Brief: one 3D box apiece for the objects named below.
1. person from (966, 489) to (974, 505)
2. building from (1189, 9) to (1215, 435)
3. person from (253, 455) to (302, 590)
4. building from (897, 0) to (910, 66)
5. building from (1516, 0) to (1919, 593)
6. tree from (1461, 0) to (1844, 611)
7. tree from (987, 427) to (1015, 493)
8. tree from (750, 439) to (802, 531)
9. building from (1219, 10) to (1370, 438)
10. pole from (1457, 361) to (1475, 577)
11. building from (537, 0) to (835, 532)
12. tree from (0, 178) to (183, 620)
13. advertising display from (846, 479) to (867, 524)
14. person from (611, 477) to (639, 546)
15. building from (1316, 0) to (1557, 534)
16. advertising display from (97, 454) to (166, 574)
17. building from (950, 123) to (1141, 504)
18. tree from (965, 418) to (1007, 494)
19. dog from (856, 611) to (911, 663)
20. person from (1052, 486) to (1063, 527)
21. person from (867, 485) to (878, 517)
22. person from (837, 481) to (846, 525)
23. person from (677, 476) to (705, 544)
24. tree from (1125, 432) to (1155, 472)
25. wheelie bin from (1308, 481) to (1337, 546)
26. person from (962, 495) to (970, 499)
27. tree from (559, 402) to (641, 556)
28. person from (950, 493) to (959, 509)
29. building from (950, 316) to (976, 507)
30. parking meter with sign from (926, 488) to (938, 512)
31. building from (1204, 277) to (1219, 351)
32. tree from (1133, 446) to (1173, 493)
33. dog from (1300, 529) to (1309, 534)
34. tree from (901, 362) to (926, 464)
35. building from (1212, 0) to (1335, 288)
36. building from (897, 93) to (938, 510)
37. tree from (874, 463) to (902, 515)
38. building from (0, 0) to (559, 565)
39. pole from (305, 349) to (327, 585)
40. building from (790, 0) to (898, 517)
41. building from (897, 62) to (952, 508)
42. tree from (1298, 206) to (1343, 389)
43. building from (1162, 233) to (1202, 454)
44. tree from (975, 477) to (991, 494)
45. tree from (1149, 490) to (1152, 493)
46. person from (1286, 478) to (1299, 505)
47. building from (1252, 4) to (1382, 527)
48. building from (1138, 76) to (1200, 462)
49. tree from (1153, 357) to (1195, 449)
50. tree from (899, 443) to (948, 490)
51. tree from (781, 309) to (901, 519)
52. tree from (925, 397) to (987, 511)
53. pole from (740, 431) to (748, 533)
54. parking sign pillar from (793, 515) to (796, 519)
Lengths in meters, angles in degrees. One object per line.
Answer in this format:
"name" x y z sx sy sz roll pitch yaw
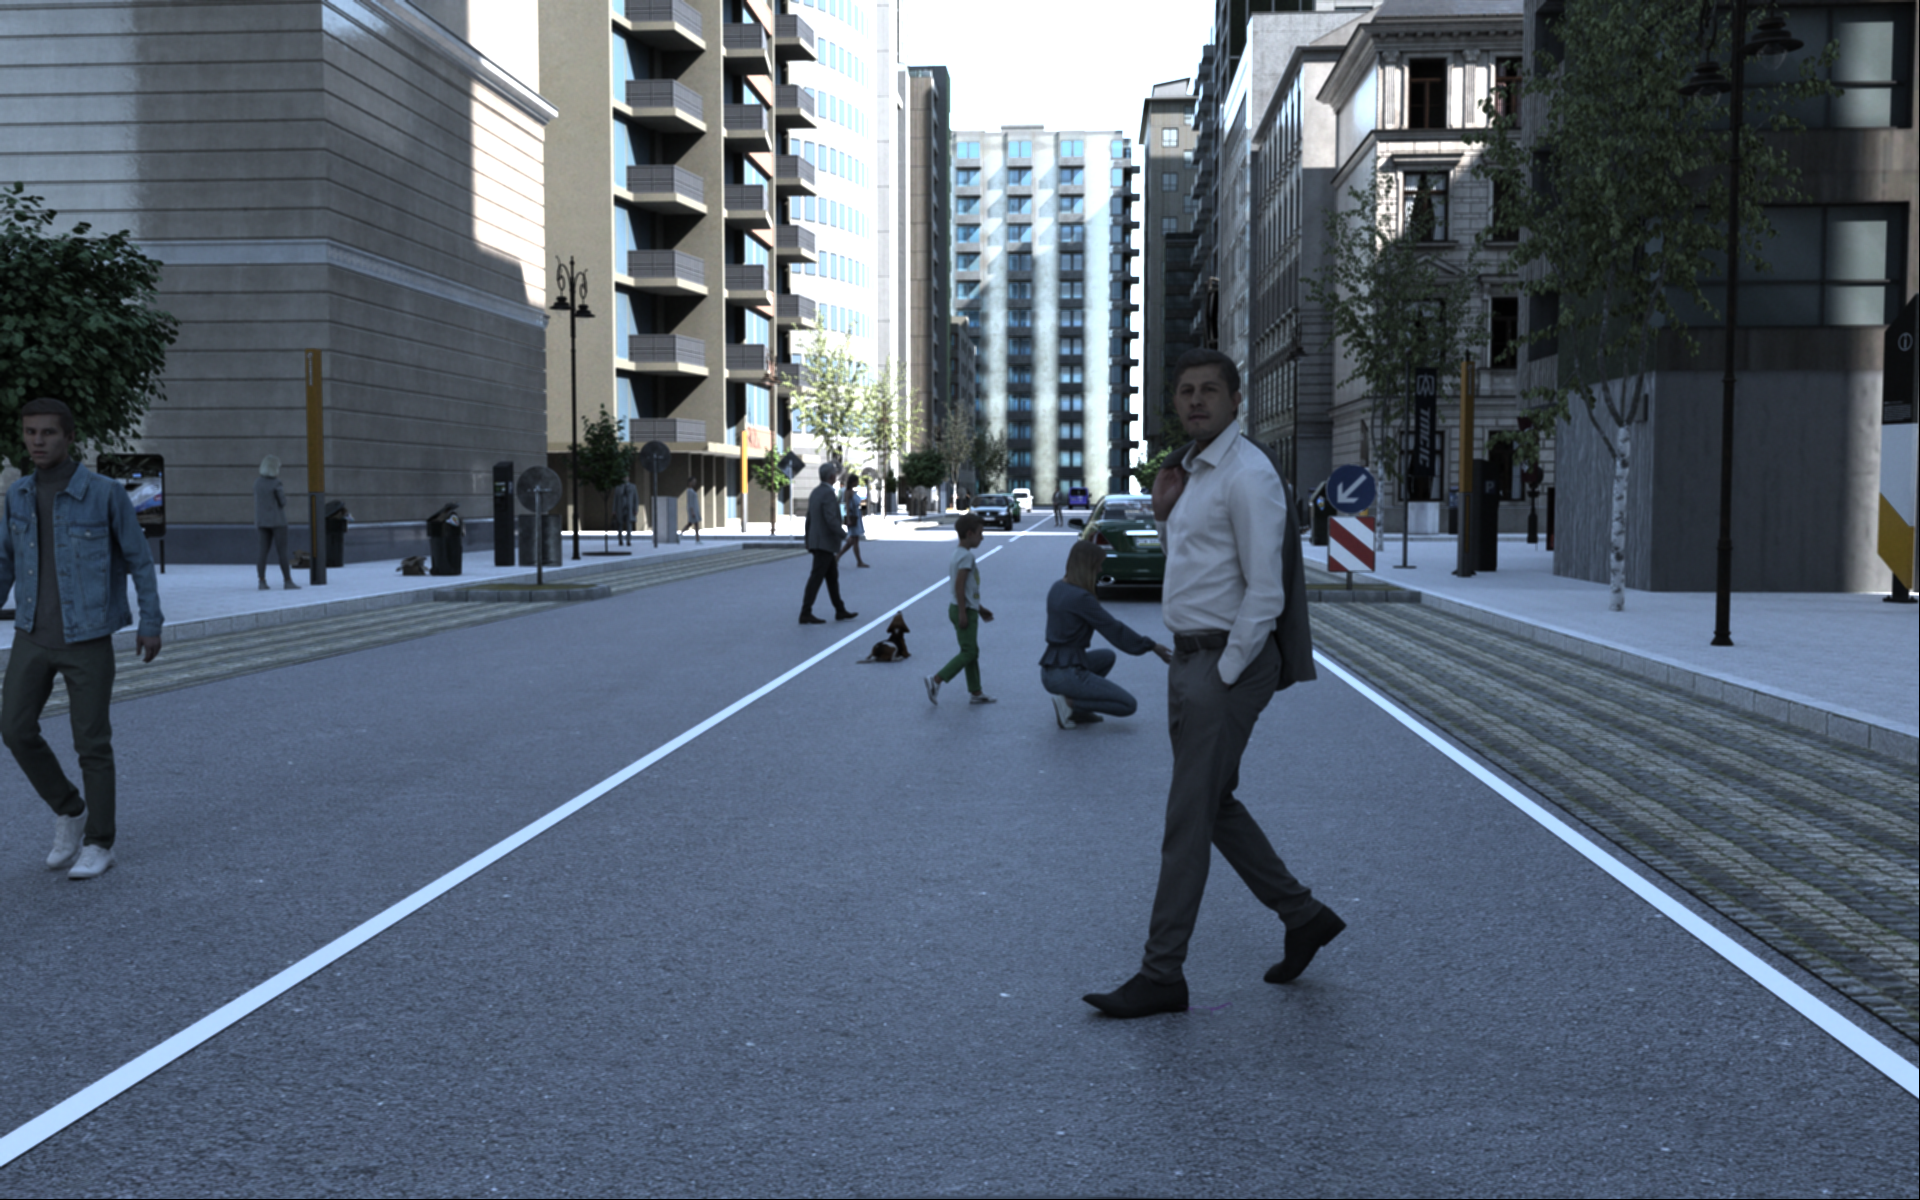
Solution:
"person" 0.781 -10.131 171.700 1.348 1.822 0.705 -2 4 -24
"building" 34.175 -33.612 169.160 23.786 49.044 30.456 0 4 4
"person" -9.259 -1.048 23.355 0.537 1.800 0.526 2 4 32
"building" -17.778 -48.193 226.210 20.611 71.187 20.563 0 4 4
"building" 16.550 -15.681 28.079 14.160 30.474 14.107 0 4 4
"tree" 7.342 -4.198 18.995 4.737 8.622 4.395 0 3 0
"tree" 4.096 -14.754 191.583 4.360 8.622 3.978 0 3 0
"tree" -6.533 -3.999 59.982 1.663 3.219 1.824 0 3 0
"building" 20.996 -16.936 94.920 12.078 24.808 19.932 0 4 4
"pole" 7.803 -2.010 26.707 0.158 3.312 0.155 0 3 0
"building" -17.947 -25.480 71.225 22.147 44.769 28.867 0 4 4
"tree" -9.870 -2.102 18.087 4.285 4.588 4.351 0 3 0
"advertising display" -4.428 -4.220 74.218 0.974 1.923 0.123 -2 4 -33
"person" -8.333 -2.254 42.991 0.694 1.812 0.767 -1 4 -9
"building" 22.727 -11.959 60.152 19.286 19.102 10.561 0 4 4
"advertising display" -13.283 -1.381 27.789 0.974 1.923 0.123 -1 4 -23
"building" 8.121 -37.126 226.619 30.456 49.044 23.786 0 4 4
"tree" 2.238 -13.131 165.046 4.737 8.622 4.395 0 3 0
"dog" -0.673 0.317 15.012 0.748 0.427 0.550 -2 4 -29
"person" 4.307 -4.151 76.649 0.520 1.790 0.573 1 4 12
"person" -4.939 -5.539 96.783 0.709 1.800 0.728 0 4 -1
"person" -4.892 -4.014 71.657 0.794 1.824 0.713 -1 4 -22
"person" -6.827 -2.273 43.953 0.760 1.731 0.466 -3 5 -43
"tree" 21.449 -15.476 203.389 4.360 8.622 3.978 0 3 0
"wheelie bin" 9.091 -2.164 43.286 0.693 1.594 0.980 0 4 2
"person" 0.300 -8.769 150.129 1.217 1.735 0.721 -2 4 -25
"tree" -7.592 -2.558 36.430 1.663 3.219 1.824 0 3 0
"person" -0.449 -8.256 144.224 0.799 1.438 0.628 -1 4 -10
"building" -13.590 -21.118 190.316 28.899 21.520 27.650 0 4 4
"parking meter with sign" -2.091 -7.815 124.033 0.543 3.016 1.738 -3 4 -37
"building" 25.206 -15.407 119.351 16.820 18.784 16.811 0 4 4
"tree" 14.188 -8.132 116.675 4.285 4.588 4.351 0 3 0
"dog" 10.782 -2.276 54.954 0.748 0.427 0.550 1 4 21
"tree" -3.944 -8.551 90.173 4.737 8.622 4.395 0 3 0
"building" 29.729 -43.087 142.719 20.563 71.187 20.611 0 4 4
"building" -18.260 -27.559 142.472 32.217 40.220 23.993 0 4 4
"tree" -4.290 -6.853 106.641 1.663 3.219 1.824 0 3 0
"building" -20.498 -15.396 37.633 20.117 28.700 13.634 0 4 4
"pole" -9.085 -1.870 24.424 0.158 3.312 0.155 0 3 0
"building" -15.885 -34.570 107.224 21.231 58.520 28.212 0 4 4
"building" -8.363 -29.189 160.833 14.154 41.232 14.086 0 4 4
"tree" 9.682 -5.402 38.688 4.737 8.622 4.395 0 3 0
"building" 29.478 -25.729 192.372 14.160 30.474 14.107 0 4 4
"tree" 2.338 -11.602 184.286 1.663 3.219 1.824 0 3 0
"tree" 18.648 -10.522 166.640 1.663 3.219 1.824 0 3 0
"person" 10.134 -2.883 53.366 0.592 1.802 0.473 3 4 38
"building" 18.491 -13.869 75.906 9.793 20.994 18.267 0 4 4
"building" 37.338 -39.004 226.946 27.495 52.752 28.713 0 4 4
"tree" 12.260 -8.661 91.975 4.737 8.622 4.395 0 3 0
"tree" -2.291 -7.770 110.752 4.285 4.588 4.351 0 3 0
"tree" -5.020 -7.219 68.397 4.737 8.622 4.395 0 3 0
"tree" -0.474 -11.064 131.257 4.360 8.622 3.978 0 3 0
"pole" -7.033 -3.823 56.346 0.158 3.312 0.155 0 3 0
"parking sign pillar" -9.318 -6.237 90.445 1.447 3.967 1.447 -1 4 -8
